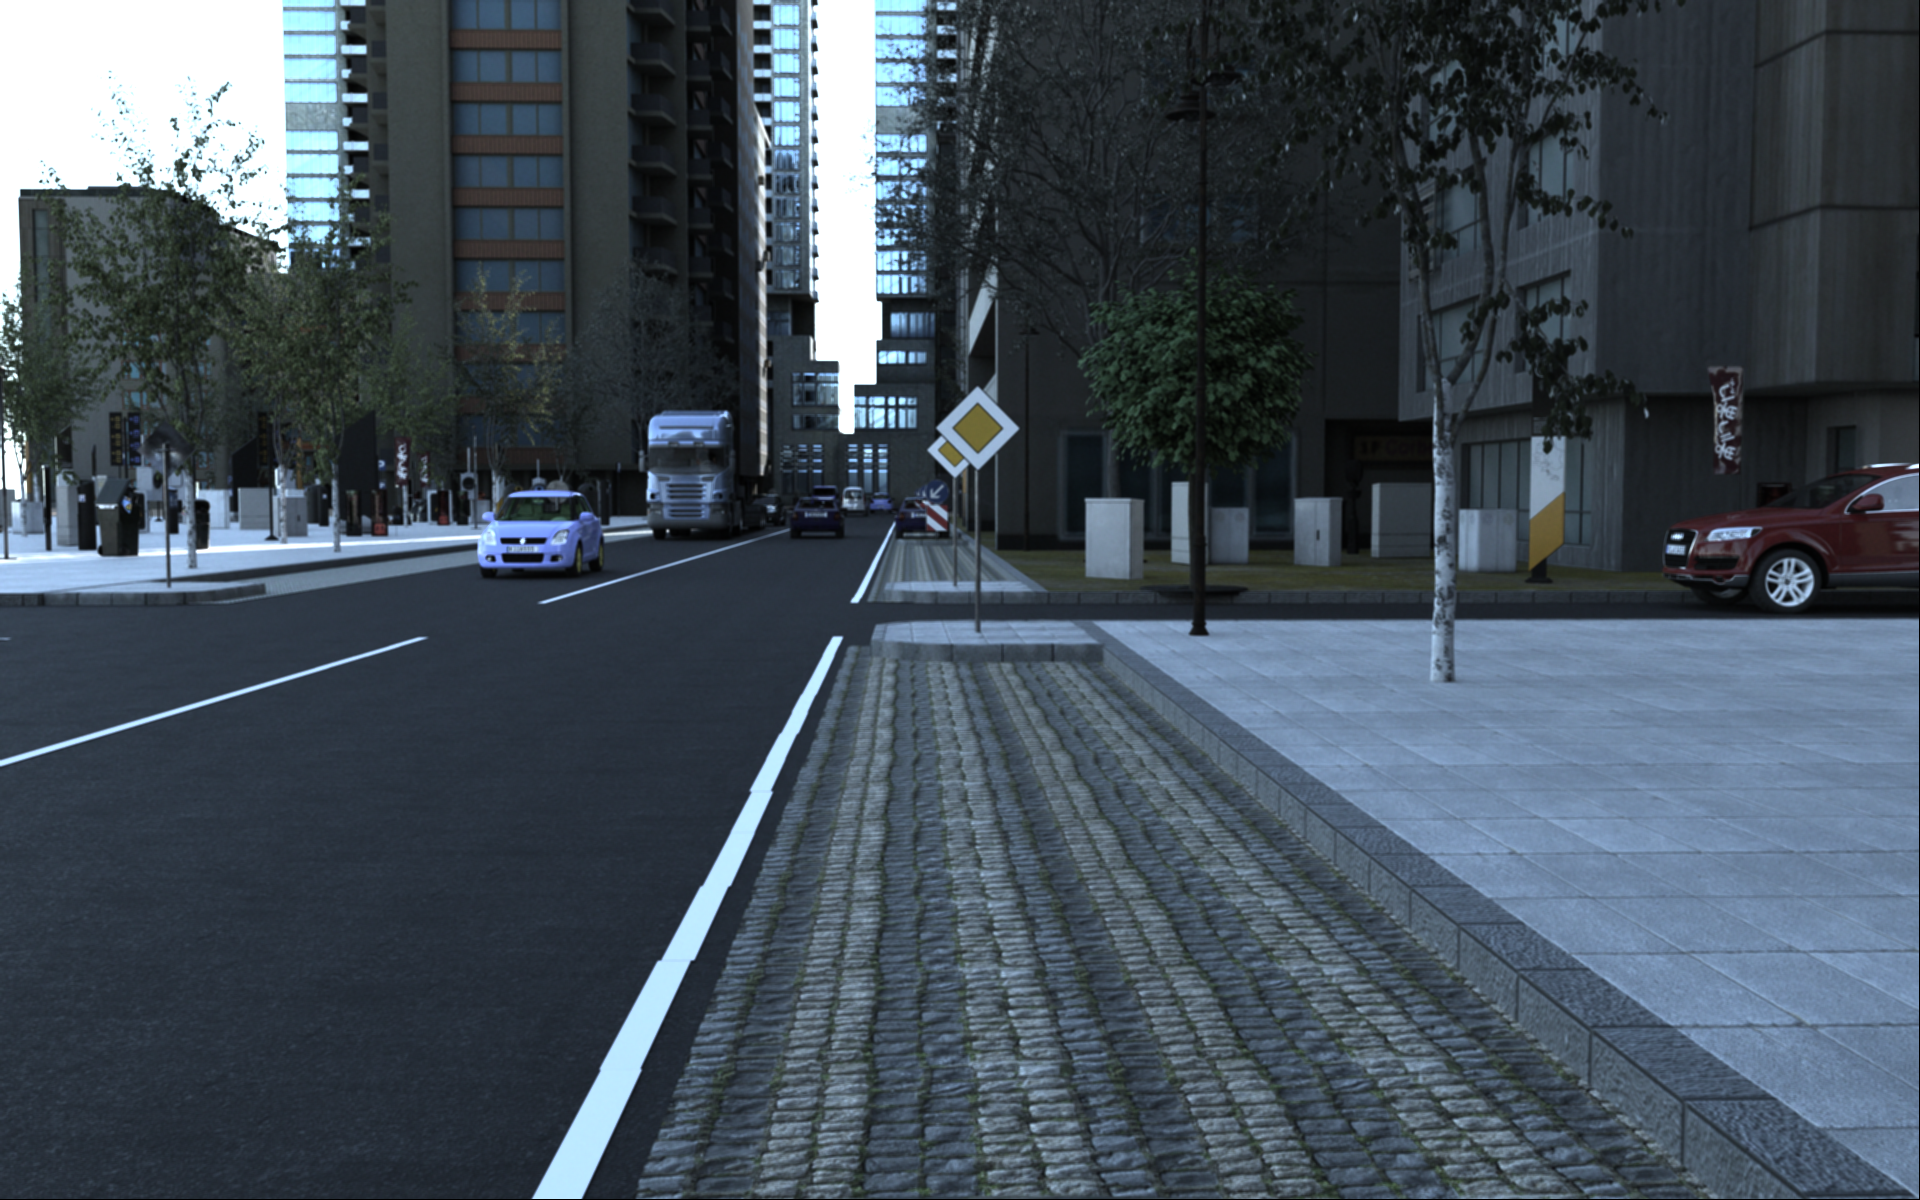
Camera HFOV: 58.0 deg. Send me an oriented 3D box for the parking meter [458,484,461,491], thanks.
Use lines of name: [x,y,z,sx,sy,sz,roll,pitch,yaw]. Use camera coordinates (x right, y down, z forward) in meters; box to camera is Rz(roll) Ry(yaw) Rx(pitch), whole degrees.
parking meter: [-26.541,-5.300,92.374,0.399,1.863,0.255,-1,4,-8]

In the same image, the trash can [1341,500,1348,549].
trash can: [8.319,-1.661,38.810,0.748,1.137,0.748,0,3,0]

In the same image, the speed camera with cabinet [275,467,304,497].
speed camera with cabinet: [-23.758,-4.103,61.423,0.660,3.252,2.038,-2,4,-32]

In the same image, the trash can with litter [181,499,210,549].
trash can with litter: [-17.775,-1.767,40.283,0.624,1.170,1.055,-2,4,-26]

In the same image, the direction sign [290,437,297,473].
direction sign: [-26.861,-4.719,69.146,0.876,3.537,0.379,-2,4,-35]

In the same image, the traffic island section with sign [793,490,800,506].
traffic island section with sign: [-14.351,-8.810,152.663,1.989,1.847,2.006,0,4,-2]

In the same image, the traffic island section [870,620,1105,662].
traffic island section: [0.186,0.377,16.114,2.009,0.180,2.903,0,4,-2]

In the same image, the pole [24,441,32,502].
pole: [-36.023,-4.474,66.997,0.158,3.312,0.155,0,3,0]

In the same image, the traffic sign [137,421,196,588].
traffic sign: [-10.862,-1.228,23.723,0.795,2.450,0.064,0,4,-2]

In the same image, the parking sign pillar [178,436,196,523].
parking sign pillar: [-34.791,-5.441,77.432,1.447,3.967,1.447,1,4,16]

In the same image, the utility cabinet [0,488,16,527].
utility cabinet: [-37.301,-3.579,67.203,0.318,1.500,1.173,3,4,37]

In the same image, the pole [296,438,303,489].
pole: [-24.015,-4.230,63.010,0.158,3.312,0.155,0,3,0]

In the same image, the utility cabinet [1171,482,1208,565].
utility cabinet: [4.179,-1.394,31.477,0.318,1.500,1.173,-1,4,-11]

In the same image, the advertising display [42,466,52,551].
advertising display: [-20.813,-2.096,39.485,0.123,1.923,0.974,-2,4,-30]

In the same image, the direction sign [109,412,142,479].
direction sign: [-23.077,-3.422,47.953,0.876,3.537,0.379,0,4,5]

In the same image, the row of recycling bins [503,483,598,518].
row of recycling bins: [-15.501,-3.578,65.613,3.534,1.692,1.069,-1,4,-11]

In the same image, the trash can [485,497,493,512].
trash can: [-24.058,-4.723,88.875,0.748,1.137,0.748,0,3,0]

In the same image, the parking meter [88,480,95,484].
parking meter: [-36.553,-4.110,72.908,0.255,1.863,0.399,-2,4,-27]

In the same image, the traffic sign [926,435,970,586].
traffic sign: [-0.072,-1.246,24.018,0.795,2.450,0.064,0,4,-2]

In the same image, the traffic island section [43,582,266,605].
traffic island section: [-10.885,-0.092,23.784,2.009,0.180,2.903,0,4,-2]

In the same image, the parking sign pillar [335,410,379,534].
parking sign pillar: [-19.433,-4.118,55.799,1.447,3.967,1.447,0,4,0]

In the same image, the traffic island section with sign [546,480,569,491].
traffic island section with sign: [-11.283,-2.432,48.386,1.989,1.847,2.006,0,4,-2]

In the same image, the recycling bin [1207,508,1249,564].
recycling bin: [4.923,-1.184,31.919,0.722,1.027,0.722,0,4,2]

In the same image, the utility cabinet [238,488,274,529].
utility cabinet: [-25.319,-3.283,62.352,1.173,1.500,0.318,-2,4,-31]

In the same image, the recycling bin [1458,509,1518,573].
recycling bin: [8.690,-0.977,28.524,0.722,1.027,0.722,-1,4,-8]

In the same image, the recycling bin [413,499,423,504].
recycling bin: [-26.253,-4.322,83.219,0.722,1.027,0.722,0,4,-4]

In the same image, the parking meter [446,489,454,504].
parking meter: [-25.937,-4.872,88.061,0.372,1.533,0.369,0,3,0]

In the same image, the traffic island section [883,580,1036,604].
traffic island section: [-0.048,-0.111,24.096,2.009,0.180,2.903,0,4,-2]

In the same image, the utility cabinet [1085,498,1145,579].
utility cabinet: [2.362,-0.936,26.463,0.306,1.237,1.020,-3,4,-38]

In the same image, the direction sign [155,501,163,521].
direction sign: [-37.748,-5.473,81.485,0.379,3.537,0.876,-1,4,-14]

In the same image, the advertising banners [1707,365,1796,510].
advertising banners: [11.174,-1.683,23.702,2.074,3.025,0.090,0,4,-5]

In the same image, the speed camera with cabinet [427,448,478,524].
speed camera with cabinet: [-21.540,-4.843,73.512,2.038,3.252,0.660,-1,4,-12]

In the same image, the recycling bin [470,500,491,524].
recycling bin: [-20.678,-3.801,74.695,0.722,1.027,0.722,0,4,-4]

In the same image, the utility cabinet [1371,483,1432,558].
utility cabinet: [8.822,-1.588,34.647,1.173,1.500,0.318,-1,4,-17]

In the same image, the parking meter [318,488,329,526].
parking meter: [-25.341,-3.703,68.962,0.372,1.533,0.369,0,3,0]

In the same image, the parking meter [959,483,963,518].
parking meter: [0.133,-5.393,93.887,0.255,1.863,0.399,-3,4,-37]

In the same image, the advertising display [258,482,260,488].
advertising display: [-37.826,-5.381,93.187,0.123,1.923,0.974,0,4,-7]

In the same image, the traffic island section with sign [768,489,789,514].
traffic island section with sign: [-13.556,-7.162,125.719,1.989,1.847,2.006,0,4,-2]

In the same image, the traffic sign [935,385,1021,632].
traffic sign: [0.163,-0.758,16.036,0.795,2.450,0.064,0,4,-2]

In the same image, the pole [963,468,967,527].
pole: [0.208,-4.549,68.224,0.158,3.312,0.155,0,3,0]

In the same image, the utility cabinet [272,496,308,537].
utility cabinet: [-20.180,-2.510,52.198,0.306,1.237,1.020,2,4,32]

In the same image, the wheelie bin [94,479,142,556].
wheelie bin: [-17.460,-1.714,35.933,0.980,1.594,0.693,1,4,20]

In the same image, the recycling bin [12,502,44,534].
recycling bin: [-30.180,-2.662,56.076,0.722,1.027,0.722,3,5,39]

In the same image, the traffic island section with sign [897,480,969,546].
traffic island section with sign: [-0.767,-2.450,48.684,1.989,1.847,2.006,0,4,-2]

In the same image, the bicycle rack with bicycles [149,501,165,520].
bicycle rack with bicycles: [-39.691,-4.368,84.796,2.852,0.926,2.925,-2,4,-31]

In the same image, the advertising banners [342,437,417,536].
advertising banners: [-17.729,-3.459,52.740,2.074,3.025,0.090,0,4,-7]

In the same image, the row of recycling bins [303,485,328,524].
row of recycling bins: [-28.539,-4.247,76.548,1.069,1.692,3.534,-2,4,-28]

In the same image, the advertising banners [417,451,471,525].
advertising banners: [-21.173,-4.577,71.016,2.074,3.025,0.090,-1,4,-15]

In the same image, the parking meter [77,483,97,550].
parking meter: [-20.048,-1.917,39.758,0.372,1.533,0.369,0,3,0]

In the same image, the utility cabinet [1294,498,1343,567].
utility cabinet: [6.421,-1.221,31.121,0.306,1.237,1.020,-2,4,-27]

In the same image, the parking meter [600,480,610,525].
parking meter: [-14.533,-3.986,70.887,0.255,1.863,0.399,1,4,12]

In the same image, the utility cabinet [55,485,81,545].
utility cabinet: [-22.129,-2.104,43.074,0.318,1.500,1.173,-1,4,-9]

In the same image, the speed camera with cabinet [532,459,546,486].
speed camera with cabinet: [-23.221,-6.367,98.441,2.038,3.252,0.660,0,4,1]

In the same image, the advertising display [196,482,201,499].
advertising display: [-39.998,-5.235,90.808,0.123,1.923,0.974,-3,5,-43]

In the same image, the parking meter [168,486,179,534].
parking meter: [-25.473,-2.909,55.969,0.372,1.533,0.369,0,3,0]

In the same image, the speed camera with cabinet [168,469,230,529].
speed camera with cabinet: [-28.209,-4.270,64.149,2.038,3.252,0.660,-1,4,-9]

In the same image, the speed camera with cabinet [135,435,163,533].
speed camera with cabinet: [-27.065,-3.840,57.113,0.660,3.252,2.038,0,4,2]

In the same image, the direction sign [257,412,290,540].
direction sign: [-19.156,-3.431,48.099,0.379,3.537,0.876,1,4,19]
